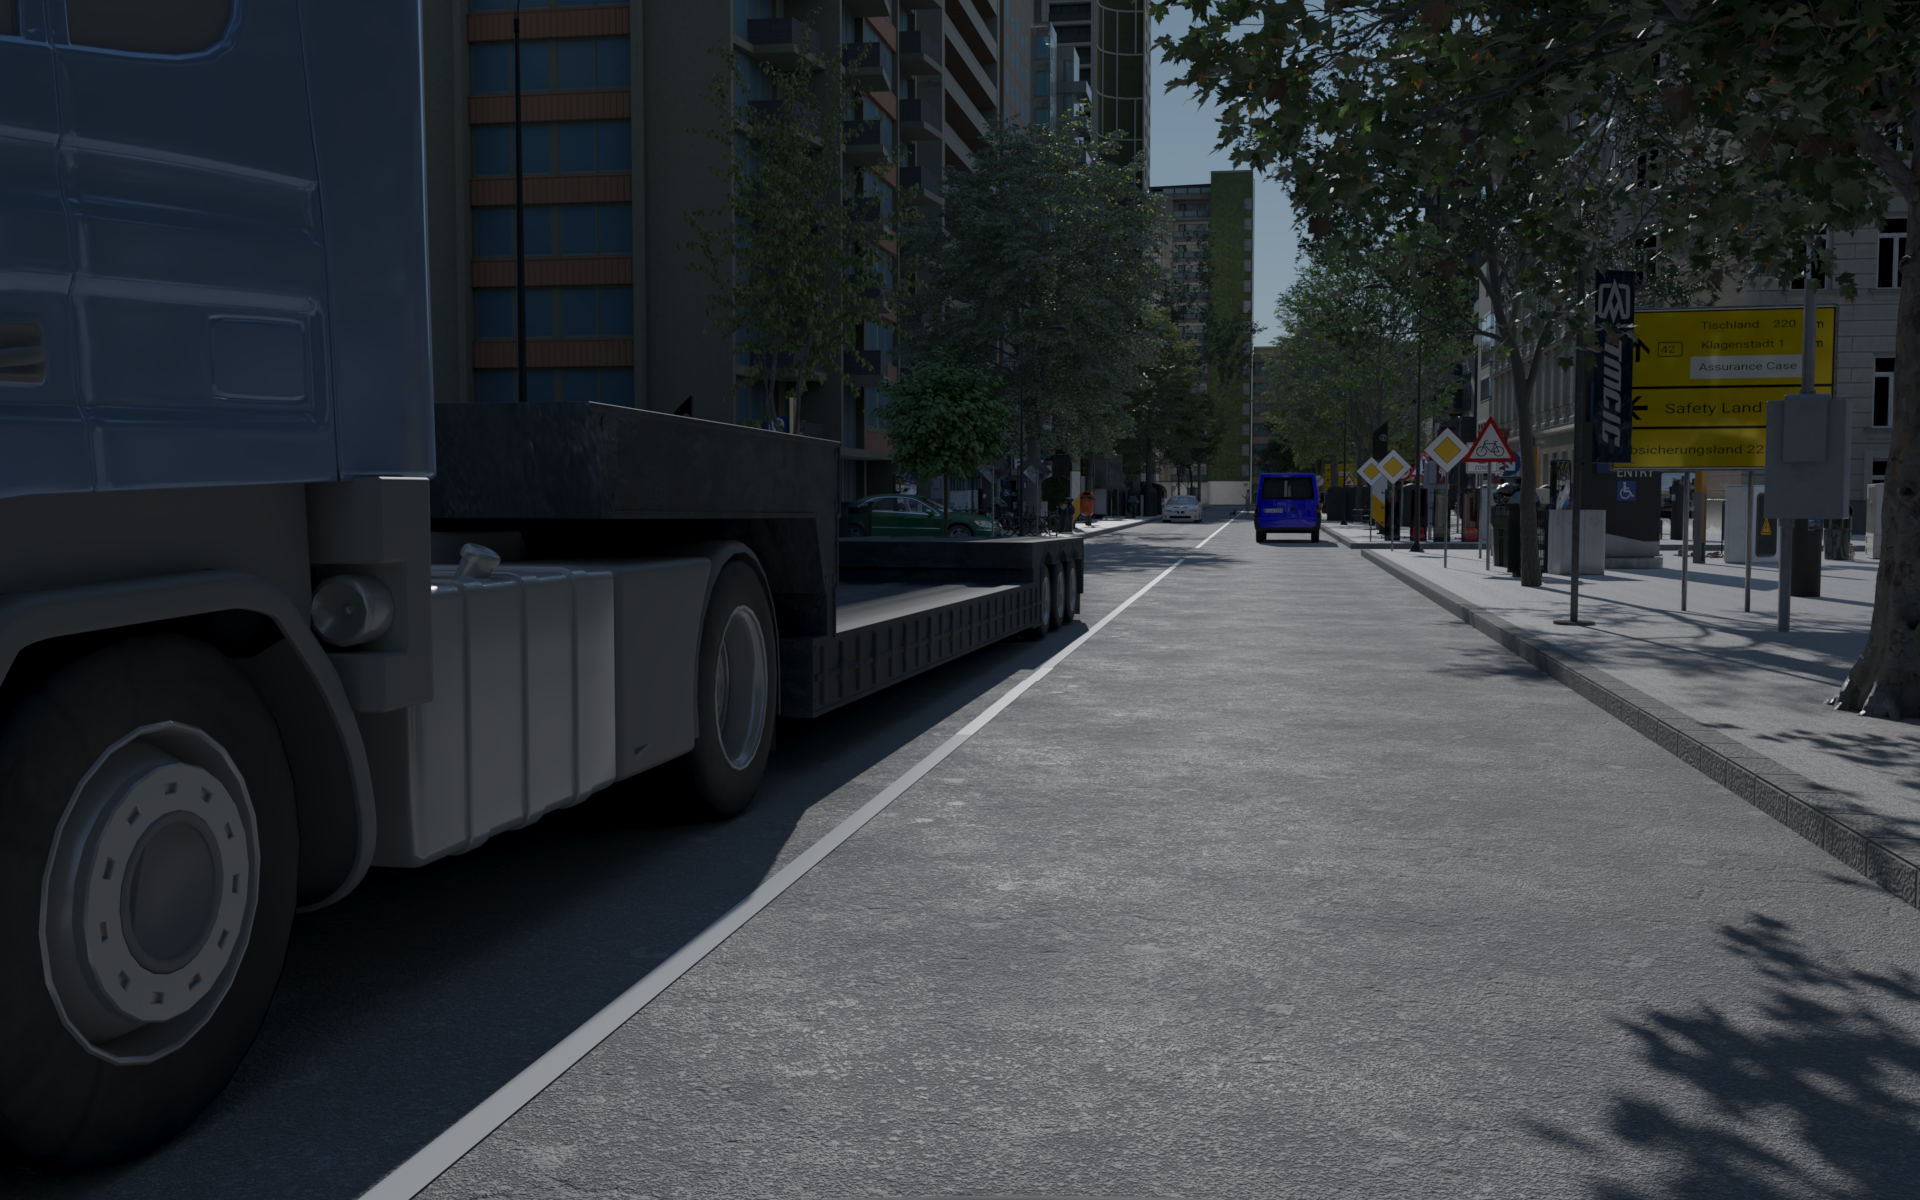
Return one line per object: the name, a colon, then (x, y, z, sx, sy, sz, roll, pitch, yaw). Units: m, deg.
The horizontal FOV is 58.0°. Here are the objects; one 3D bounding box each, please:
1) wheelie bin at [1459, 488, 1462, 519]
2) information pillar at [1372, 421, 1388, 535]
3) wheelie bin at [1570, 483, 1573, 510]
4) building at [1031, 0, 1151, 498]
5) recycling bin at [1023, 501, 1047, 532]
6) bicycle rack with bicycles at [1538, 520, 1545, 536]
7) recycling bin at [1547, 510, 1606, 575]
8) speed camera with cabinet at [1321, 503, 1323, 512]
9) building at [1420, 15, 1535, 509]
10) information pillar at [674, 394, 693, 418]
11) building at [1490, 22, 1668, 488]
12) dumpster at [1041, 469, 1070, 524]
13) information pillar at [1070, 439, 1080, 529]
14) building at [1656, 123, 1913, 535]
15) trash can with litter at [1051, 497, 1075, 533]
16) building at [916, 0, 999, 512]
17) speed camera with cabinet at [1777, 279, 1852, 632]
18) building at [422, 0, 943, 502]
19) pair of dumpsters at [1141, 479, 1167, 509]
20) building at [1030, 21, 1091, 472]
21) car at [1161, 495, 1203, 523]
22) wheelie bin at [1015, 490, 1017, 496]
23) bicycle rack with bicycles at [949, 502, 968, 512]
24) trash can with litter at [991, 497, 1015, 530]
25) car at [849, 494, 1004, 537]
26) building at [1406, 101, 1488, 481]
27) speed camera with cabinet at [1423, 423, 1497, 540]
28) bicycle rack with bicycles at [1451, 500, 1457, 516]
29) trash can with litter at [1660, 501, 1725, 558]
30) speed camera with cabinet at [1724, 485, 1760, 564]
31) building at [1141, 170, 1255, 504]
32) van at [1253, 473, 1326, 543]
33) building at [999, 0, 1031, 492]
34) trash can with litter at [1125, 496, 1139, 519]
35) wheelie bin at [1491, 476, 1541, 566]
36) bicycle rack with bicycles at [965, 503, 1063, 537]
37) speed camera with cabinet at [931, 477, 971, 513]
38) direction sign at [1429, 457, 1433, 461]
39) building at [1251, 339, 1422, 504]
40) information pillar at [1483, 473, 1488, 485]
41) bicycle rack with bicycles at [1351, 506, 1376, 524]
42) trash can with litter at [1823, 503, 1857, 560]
wheelie bin: (26.217, -4.998, 89.629, 0.980, 1.594, 0.693, 3, 5, 41)
information pillar: (13.325, -3.889, 54.941, 0.504, 3.616, 0.183, 1, 4, 11)
wheelie bin: (17.406, -2.487, 48.572, 0.980, 1.594, 0.693, 1, 4, 14)
building: (14.006, -48.278, 227.604, 20.611, 71.187, 20.563, 1, 4, 10)
recycling bin: (2.515, -2.836, 58.928, 0.722, 1.027, 0.722, -1, 4, -21)
bicycle rack with bicycles: (18.178, -2.474, 53.830, 2.925, 0.926, 2.852, 0, 4, -4)
recycling bin: (9.842, -0.928, 27.725, 0.722, 1.027, 0.722, 0, 4, -3)
speed camera with cabinet: (26.177, -7.701, 120.249, 2.038, 3.252, 0.660, 1, 4, 21)
building: (49.447, -50.299, 135.065, 22.319, 86.520, 31.000, 1, 4, 10)
information pillar: (-6.502, -3.029, 40.883, 0.504, 3.616, 0.183, 1, 4, 19)
building: (40.119, -19.453, 94.476, 17.030, 29.872, 44.131, 1, 4, 10)
dumpster: (3.731, -3.877, 65.877, 1.502, 2.255, 1.985, 1, 4, 10)
information pillar: (4.231, -4.426, 63.726, 0.183, 3.616, 0.504, 3, 5, 44)
building: (37.676, -15.932, 57.749, 25.104, 27.353, 12.463, 1, 4, 10)
trash can with litter: (3.341, -2.820, 57.491, 0.624, 1.170, 1.055, -2, 4, -33)
building: (-9.667, -29.619, 107.968, 21.300, 48.544, 21.600, 1, 4, 10)
speed camera with cabinet: (8.503, -1.313, 15.809, 2.038, 3.252, 0.660, 2, 4, 32)
building: (-12.958, -25.710, 74.981, 22.147, 44.769, 28.867, 1, 4, 10)
pair of dumpsters: (12.577, -6.719, 112.346, 1.574, 2.255, 4.437, 1, 4, 10)
building: (-2.170, -34.207, 178.888, 30.456, 49.044, 23.786, 1, 4, 10)
car: (11.257, -4.601, 87.580, 2.083, 1.381, 4.827, 1, 4, 10)
wheelie bin: (4.189, -6.860, 120.072, 0.980, 1.594, 0.693, 2, 4, 27)
bicycle rack with bicycles: (0.082, -3.714, 74.110, 2.925, 0.926, 2.852, 0, 4, -7)
trash can with litter: (1.597, -3.071, 61.594, 1.055, 1.170, 0.624, 3, 5, 43)
car: (-1.300, -2.053, 45.370, 4.920, 1.459, 2.131, 1, 4, 10)
building: (55.035, -31.264, 165.787, 22.147, 44.769, 28.867, 1, 4, 10)
speed camera with cabinet: (13.986, -3.298, 48.255, 2.038, 3.252, 0.660, 1, 4, 19)
bicycle rack with bicycles: (30.847, -5.606, 105.044, 2.852, 0.926, 2.925, -1, 4, -17)
trash can with litter: (15.375, -1.477, 35.204, 2.233, 1.210, 1.678, 3, 4, 37)
speed camera with cabinet: (15.119, -2.319, 32.245, 2.038, 3.252, 0.660, -2, 4, -32)
building: (30.464, -32.927, 221.948, 14.086, 41.232, 14.154, 1, 4, 10)
van: (9.992, -2.954, 52.681, 2.240, 2.365, 5.245, 1, 4, 11)
building: (-2.457, -29.465, 131.868, 14.600, 45.320, 14.200, 1, 4, 10)
trash can with litter: (8.964, -4.842, 90.546, 0.624, 1.170, 1.055, 1, 4, 16)
wheelie bin: (9.832, -1.393, 30.684, 0.693, 1.594, 0.980, -2, 4, -34)
bicycle rack with bicycles: (1.733, -2.341, 51.659, 2.925, 0.926, 2.852, 0, 4, -2)
speed camera with cabinet: (-0.483, -5.937, 91.404, 2.038, 3.252, 0.660, 1, 4, 18)
direction sign: (25.815, -6.304, 95.070, 0.379, 3.537, 0.876, 0, 4, 3)
building: (52.762, -23.256, 225.266, 28.899, 21.520, 27.650, 1, 4, 10)
information pillar: (30.918, -6.754, 101.788, 0.183, 3.616, 0.504, -3, 4, -39)
bicycle rack with bicycles: (18.233, -3.763, 74.906, 2.852, 0.926, 2.925, -2, 4, -24)
trash can with litter: (17.152, -1.375, 33.869, 0.624, 1.170, 1.055, 3, 4, 37)
